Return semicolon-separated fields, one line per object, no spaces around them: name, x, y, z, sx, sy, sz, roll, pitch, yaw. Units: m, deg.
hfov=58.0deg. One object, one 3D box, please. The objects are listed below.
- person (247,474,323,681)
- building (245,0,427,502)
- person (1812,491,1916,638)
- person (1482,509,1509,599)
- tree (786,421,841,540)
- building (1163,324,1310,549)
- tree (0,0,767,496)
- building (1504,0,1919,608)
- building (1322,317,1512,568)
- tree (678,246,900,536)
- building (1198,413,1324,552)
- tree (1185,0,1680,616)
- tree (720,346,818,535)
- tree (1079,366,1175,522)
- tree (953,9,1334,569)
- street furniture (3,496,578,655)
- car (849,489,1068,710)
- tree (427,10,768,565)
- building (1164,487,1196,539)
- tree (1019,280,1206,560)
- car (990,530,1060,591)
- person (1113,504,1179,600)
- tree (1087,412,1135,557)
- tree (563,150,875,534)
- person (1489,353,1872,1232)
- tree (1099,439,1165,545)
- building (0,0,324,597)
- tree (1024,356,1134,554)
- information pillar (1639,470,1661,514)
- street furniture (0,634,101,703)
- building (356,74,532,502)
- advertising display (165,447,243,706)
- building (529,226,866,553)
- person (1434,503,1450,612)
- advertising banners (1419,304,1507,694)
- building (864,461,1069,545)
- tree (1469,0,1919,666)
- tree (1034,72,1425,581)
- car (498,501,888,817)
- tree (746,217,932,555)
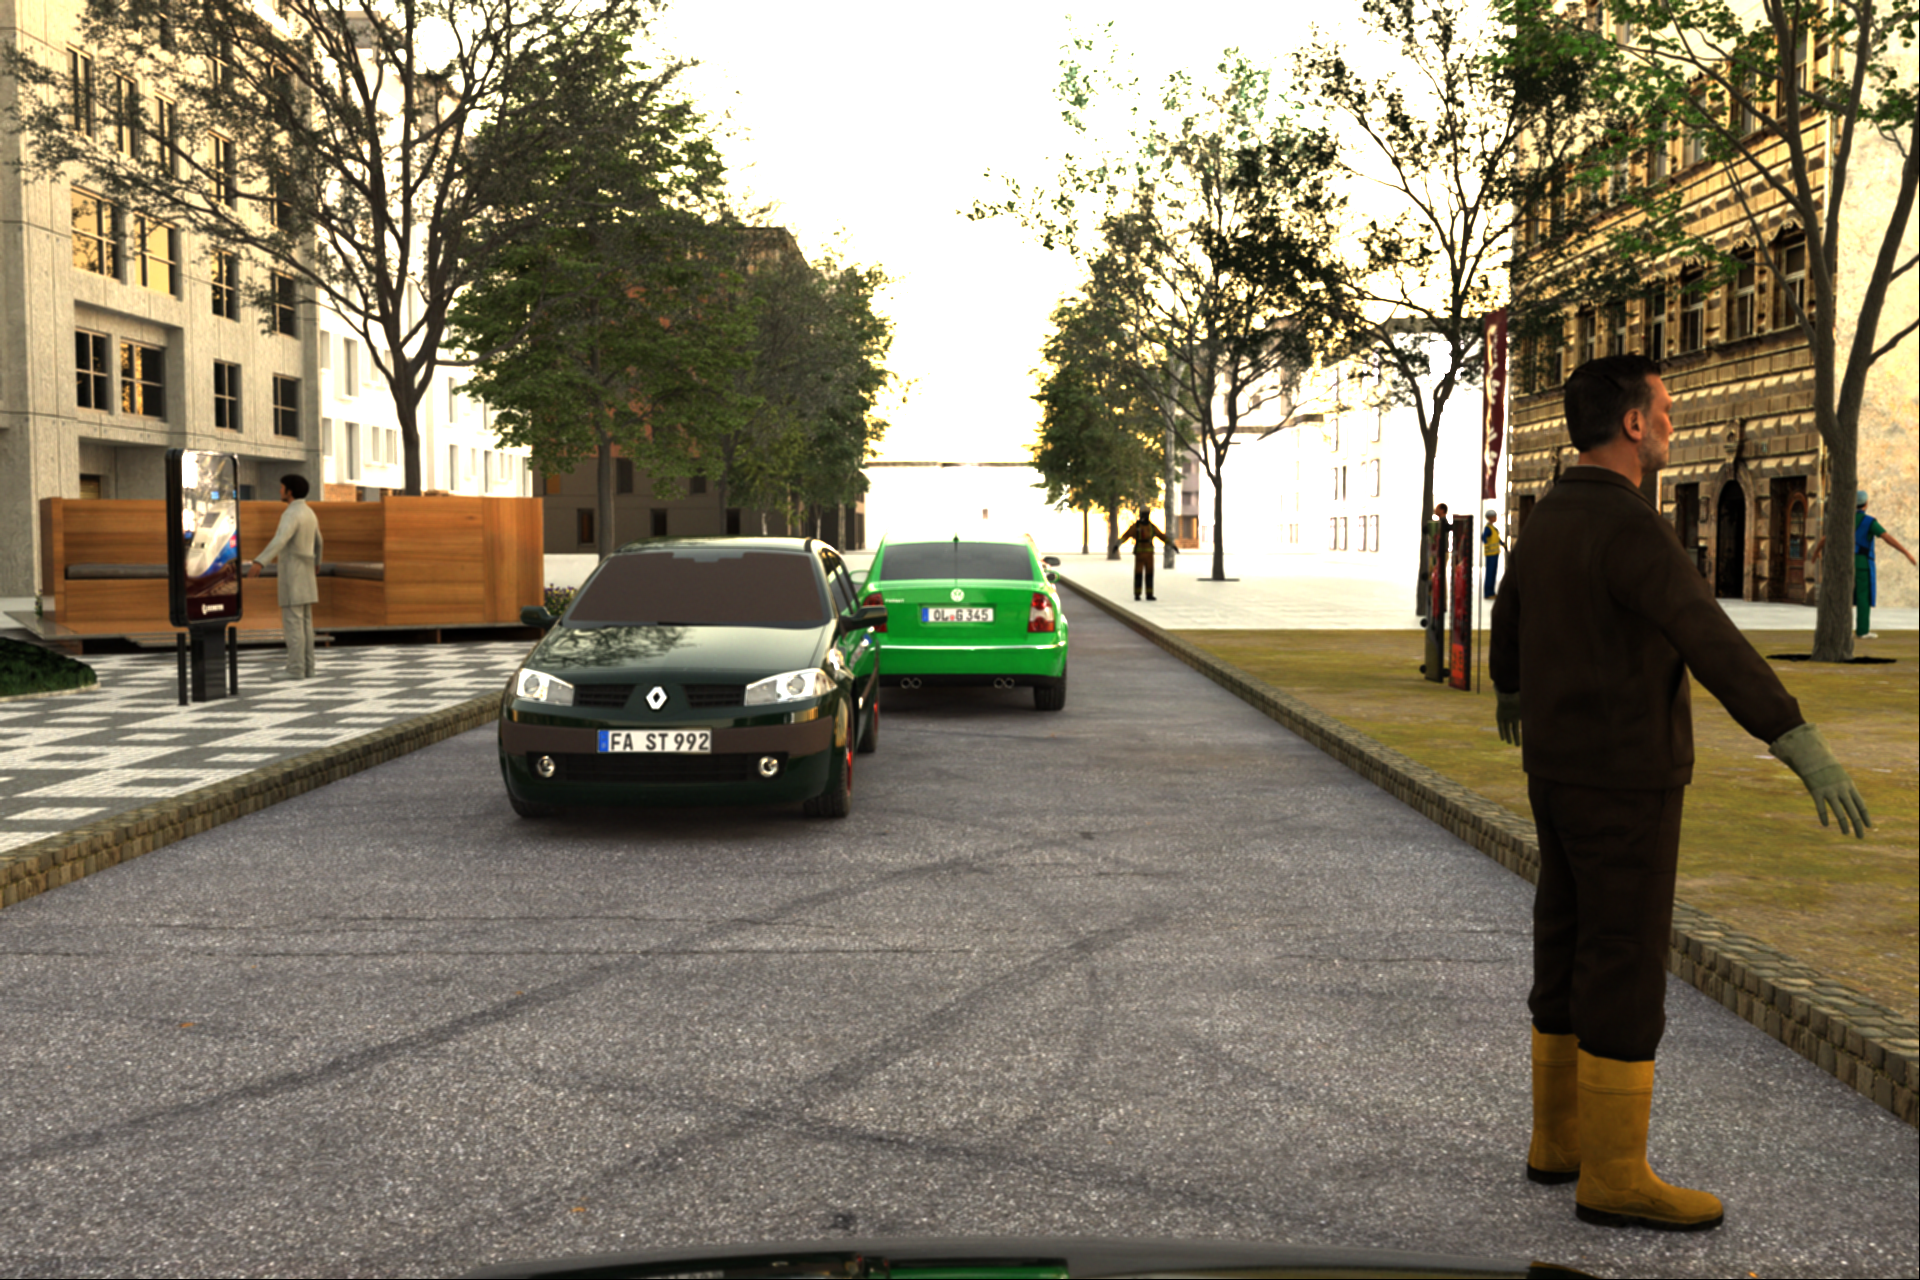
person;-5.896;-0.558;15.311;0.705;1.806;1.347;0;4;2
building;-25.604;-12.046;53.377;16.016;20.090;11.380;0;4;0
person;11.116;-0.935;21.422;0.704;1.817;1.347;-2;4;-30
person;10.529;-1.687;34.045;0.721;1.772;1.216;3;4;36
tree;-7.326;-8.421;88.041;4.737;8.622;4.395;0;3;0
building;24.529;-18.812;163.989;16.016;20.090;11.380;0;4;1
tree;-7.867;-6.986;24.592;12.009;13.543;11.850;0;3;0
building;24.296;-12.682;38.287;19.493;23.208;18.063;0;4;1
building;21.163;-7.648;67.187;9.099;9.664;28.070;0;4;1
tree;-7.435;-10.398;76.660;9.857;13.997;8.962;0;3;0
building;24.768;-11.761;134.444;9.099;9.664;28.070;0;4;1
tree;7.068;-5.642;26.661;8.767;10.594;7.601;3;5;40
tree;-7.498;-7.106;66.553;4.737;8.622;4.395;0;3;0
tree;7.892;-7.614;74.844;4.360;8.622;3.978;0;3;0
tree;6.477;-12.738;64.149;12.611;20.169;13.585;0;3;0
street furniture;-7.739;-1.007;23.326;9.812;1.723;11.010;-2;4;-32
car;-0.046;-0.406;15.431;1.959;1.807;4.718;0;4;-1
tree;-8.363;-7.371;38.650;7.486;12.596;7.792;0;3;0
building;26.493;-19.806;180.251;16.016;20.090;11.380;0;4;0
tree;7.631;-10.957;85.798;9.857;13.997;8.962;0;3;0
car;0.354;-0.929;24.222;2.155;1.783;4.494;0;3;0
person;3.574;-1.698;33.523;1.354;1.858;0.705;-1;4;-14
tree;8.398;-9.028;97.973;4.360;8.622;3.978;0;3;0
tree;-7.628;-8.884;55.626;12.009;13.543;11.850;0;3;0
person;1.411;0.299;3.704;0.704;1.812;1.346;0;4;-8
tree;19.421;-17.455;195.752;12.009;13.543;11.850;0;3;0
building;-27.110;-10.297;34.809;16.747;18.905;31.486;0;4;0
tree;7.682;-11.726;109.850;7.486;12.596;7.792;0;3;0
information pillar;5.071;-0.525;13.079;0.304;2.012;0.304;0;4;-1
street furniture;-9.567;0.318;10.432;5.734;0.657;10.072;0;4;2
building;-26.299;-13.236;72.828;16.016;20.090;11.380;0;3;0
advertising display;-5.802;-0.496;13.331;0.123;1.923;0.974;0;4;2
building;-22.011;-17.588;131.541;27.936;21.610;32.646;0;3;0
person;7.897;-1.361;28.523;0.705;1.796;1.348;1;4;15
advertising banners;4.147;-1.108;14.310;0.090;3.025;2.074;0;4;0
building;-1.901;-15.535;198.600;28.070;9.664;9.099;1;4;10
tree;8.741;-5.579;16.974;9.928;11.665;9.643;0;3;0
tree;7.035;-8.367;47.178;12.009;13.543;11.850;0;3;0
car;-1.394;-0.013;9.995;2.009;1.686;4.222;0;4;0
tree;-8.097;-15.314;106.270;12.611;20.169;13.585;0;3;0
